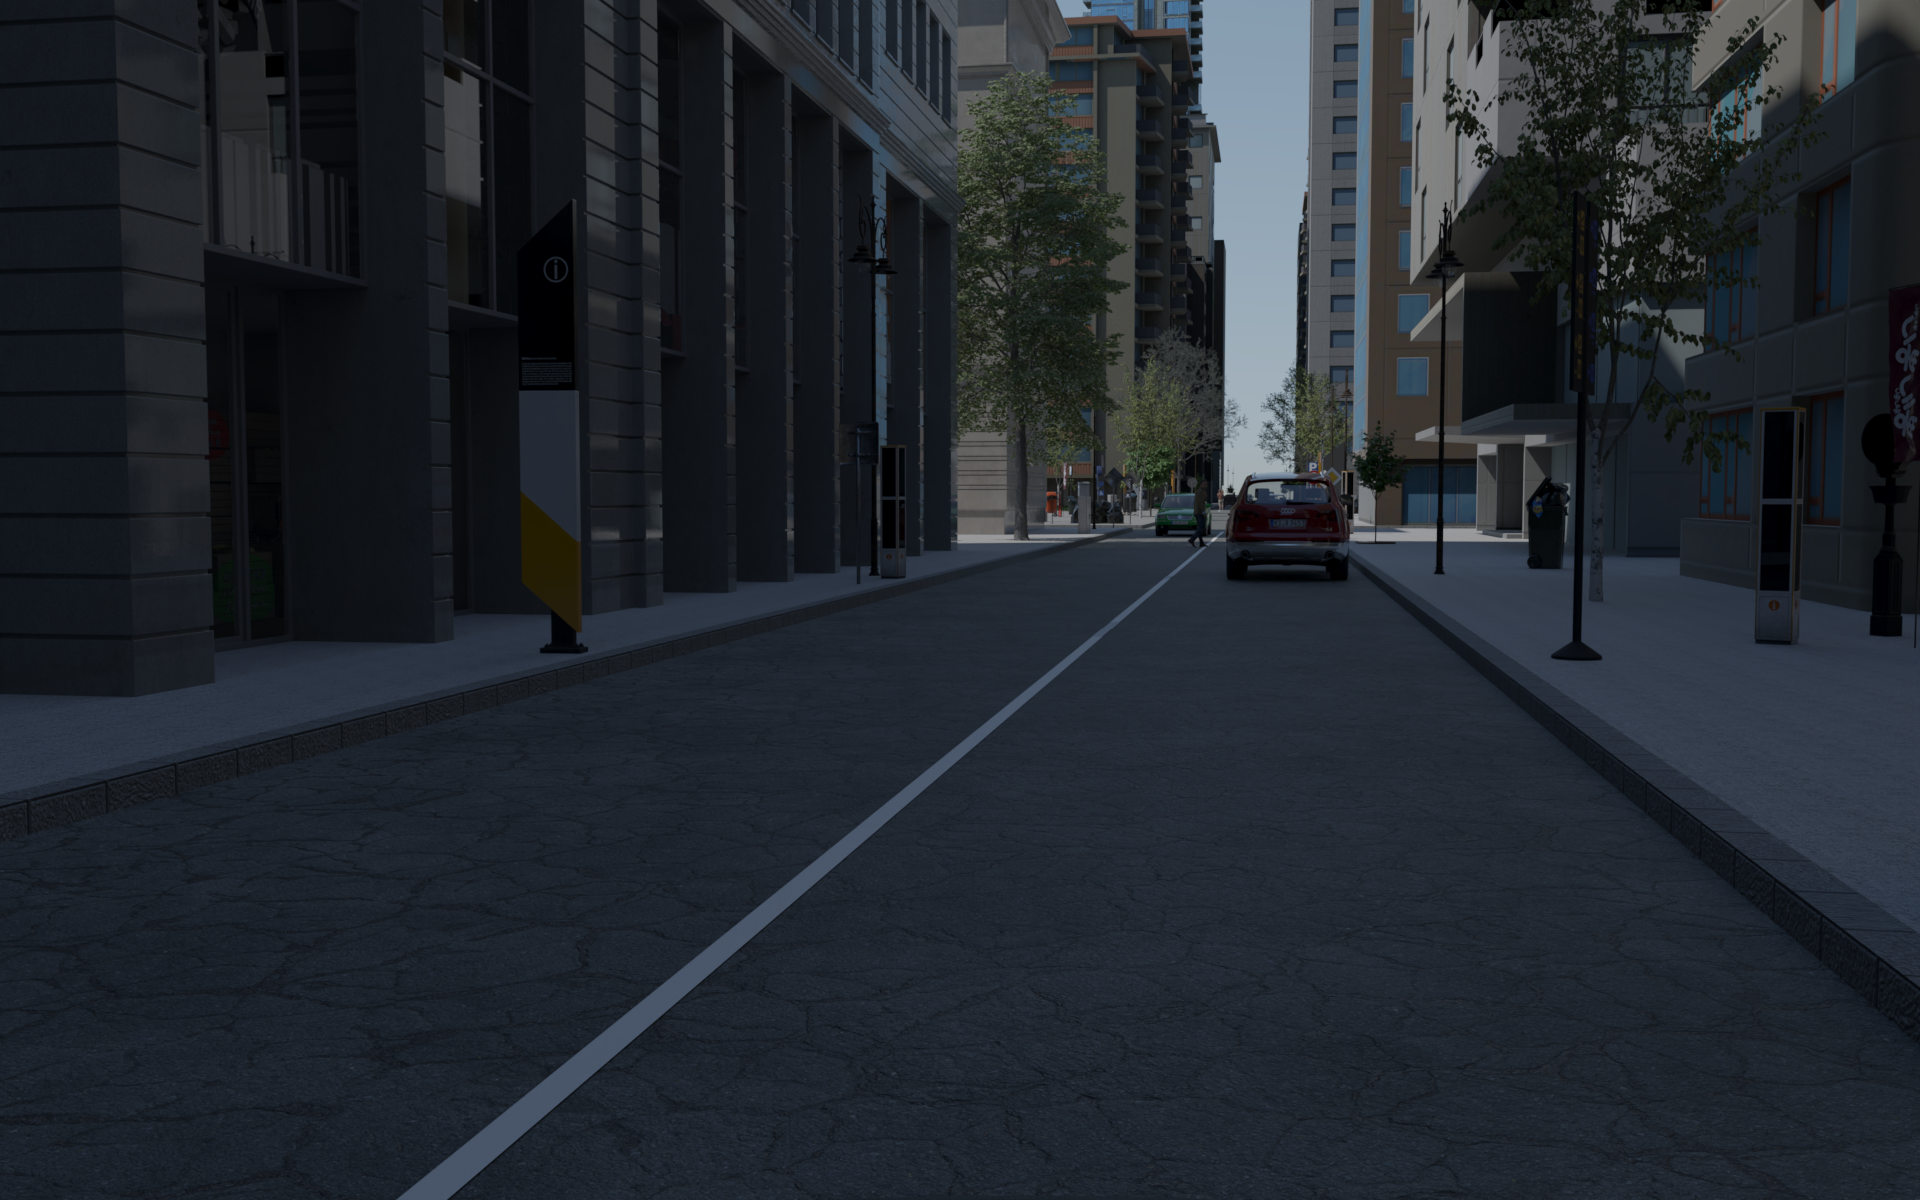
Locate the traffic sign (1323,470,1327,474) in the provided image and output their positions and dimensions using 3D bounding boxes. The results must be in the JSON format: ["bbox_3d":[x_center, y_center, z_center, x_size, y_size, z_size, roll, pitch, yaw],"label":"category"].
[{"bbox_3d":[15.040,-4.147,71.448,0.795,2.450,0.064,1,4,10],"label":"traffic sign"}]

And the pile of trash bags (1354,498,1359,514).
[{"bbox_3d":[25.367,-6.244,111.838,1.912,1.369,3.447,-1,4,-20],"label":"pile of trash bags"}]

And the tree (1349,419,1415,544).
[{"bbox_3d":[10.895,-3.067,44.740,1.663,3.219,1.824,0,3,0],"label":"tree"}]

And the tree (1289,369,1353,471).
[{"bbox_3d":[21.084,-9.250,101.592,4.737,8.622,4.395,0,3,0],"label":"tree"}]

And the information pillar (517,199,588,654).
[{"bbox_3d":[-3.284,-1.380,13.911,0.504,3.616,0.183,0,4,8],"label":"information pillar"}]

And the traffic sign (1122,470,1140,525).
[{"bbox_3d":[7.173,-4.234,72.865,0.795,2.450,0.064,1,4,10],"label":"traffic sign"}]

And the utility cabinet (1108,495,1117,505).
[{"bbox_3d":[11.979,-7.643,136.130,0.306,1.237,1.020,2,4,34],"label":"utility cabinet"}]

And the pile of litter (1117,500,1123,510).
[{"bbox_3d":[13.276,-7.862,142.502,1.719,0.858,1.176,-2,4,-29],"label":"pile of litter"}]

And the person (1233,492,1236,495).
[{"bbox_3d":[38.258,-14.221,241.684,0.551,1.740,0.621,2,4,31],"label":"person"}]

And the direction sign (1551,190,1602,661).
[{"bbox_3d":[4.805,-1.309,13.392,0.379,3.537,0.876,2,4,30],"label":"direction sign"}]

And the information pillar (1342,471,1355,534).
[{"bbox_3d":[12.431,-3.120,55.502,0.304,2.012,0.304,-1,4,-15],"label":"information pillar"}]

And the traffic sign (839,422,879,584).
[{"bbox_3d":[-1.443,-1.375,24.611,0.606,2.300,0.079,1,4,18],"label":"traffic sign"}]

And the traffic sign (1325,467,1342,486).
[{"bbox_3d":[13.639,-3.666,63.586,0.795,2.450,0.064,1,4,10],"label":"traffic sign"}]

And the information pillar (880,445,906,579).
[{"bbox_3d":[-1.014,-1.332,26.273,0.304,2.012,0.304,1,4,23],"label":"information pillar"}]

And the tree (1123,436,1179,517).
[{"bbox_3d":[10.781,-7.004,98.229,4.285,4.588,4.351,0,3,0],"label":"tree"}]

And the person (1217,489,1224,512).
[{"bbox_3d":[21.483,-8.188,142.342,0.573,1.828,0.580,3,5,44],"label":"person"}]

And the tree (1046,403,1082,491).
[{"bbox_3d":[7.990,-11.526,138.819,4.737,8.622,4.395,0,3,0],"label":"tree"}]

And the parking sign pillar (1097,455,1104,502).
[{"bbox_3d":[9.669,-7.980,118.937,1.447,3.967,1.447,0,4,2],"label":"parking sign pillar"}]

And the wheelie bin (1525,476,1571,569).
[{"bbox_3d":[10.135,-1.343,29.860,0.693,1.594,0.980,2,4,24],"label":"wheelie bin"}]

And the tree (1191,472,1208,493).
[{"bbox_3d":[21.458,-9.834,155.385,1.663,3.219,1.824,0,3,0],"label":"tree"}]

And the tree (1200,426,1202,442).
[{"bbox_3d":[13.187,-9.765,110.024,4.737,8.622,4.395,0,3,0],"label":"tree"}]

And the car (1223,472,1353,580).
[{"bbox_3d":[5.761,-1.334,30.481,2.281,1.827,5.304,1,4,11],"label":"car"}]

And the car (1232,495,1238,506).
[{"bbox_3d":[31.381,-11.102,193.881,2.083,1.381,4.827,1,4,9],"label":"car"}]

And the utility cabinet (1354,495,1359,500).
[{"bbox_3d":[28.270,-6.901,123.995,0.306,1.237,1.020,-1,4,-16],"label":"utility cabinet"}]

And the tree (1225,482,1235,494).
[{"bbox_3d":[44.481,-17.755,284.893,1.663,3.219,1.824,0,3,0],"label":"tree"}]

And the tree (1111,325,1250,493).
[{"bbox_3d":[15.893,-13.206,126.290,12.009,13.543,11.850,0,3,0],"label":"tree"}]

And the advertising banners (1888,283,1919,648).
[{"bbox_3d":[7.994,-1.078,13.814,0.090,3.025,2.074,0,4,-4],"label":"advertising banners"}]

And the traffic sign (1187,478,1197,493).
[{"bbox_3d":[17.975,-8.195,134.088,0.768,2.556,0.104,1,4,11],"label":"traffic sign"}]

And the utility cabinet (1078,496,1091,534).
[{"bbox_3d":[4.024,-2.736,55.896,0.306,1.237,1.020,1,4,12],"label":"utility cabinet"}]

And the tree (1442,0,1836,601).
[{"bbox_3d":[7.614,-4.277,20.288,4.737,8.622,4.395,0,3,0],"label":"tree"}]

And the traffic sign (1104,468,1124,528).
[{"bbox_3d":[5.772,-3.753,65.003,0.795,2.450,0.064,1,4,10],"label":"traffic sign"}]

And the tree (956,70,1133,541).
[{"bbox_3d":[1.349,-7.892,47.168,7.486,12.596,7.792,0,3,0],"label":"tree"}]

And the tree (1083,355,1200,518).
[{"bbox_3d":[9.736,-8.693,92.501,4.737,8.622,4.395,0,3,0],"label":"tree"}]

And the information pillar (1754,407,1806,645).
[{"bbox_3d":[7.016,-0.632,14.817,0.304,2.012,0.304,3,4,36],"label":"information pillar"}]

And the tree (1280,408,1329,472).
[{"bbox_3d":[27.787,-11.507,138.497,4.360,8.622,3.978,0,3,0],"label":"tree"}]

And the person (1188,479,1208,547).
[{"bbox_3d":[6.471,-2.340,46.675,0.836,1.842,0.656,-3,5,-41],"label":"person"}]

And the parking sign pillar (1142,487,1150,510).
[{"bbox_3d":[14.180,-9.016,135.878,1.447,3.967,1.447,3,5,42],"label":"parking sign pillar"}]

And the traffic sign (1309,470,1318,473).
[{"bbox_3d":[18.900,-5.655,92.557,0.768,2.556,0.104,1,4,11],"label":"traffic sign"}]

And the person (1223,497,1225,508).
[{"bbox_3d":[27.496,-10.353,181.001,0.697,1.427,0.421,2,4,33],"label":"person"}]

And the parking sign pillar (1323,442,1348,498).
[{"bbox_3d":[19.413,-6.201,89.860,1.447,3.967,1.447,3,4,37],"label":"parking sign pillar"}]

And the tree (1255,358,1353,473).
[{"bbox_3d":[23.758,-11.290,119.006,7.601,10.594,8.767,1,4,14],"label":"tree"}]

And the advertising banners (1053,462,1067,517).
[{"bbox_3d":[5.592,-6.158,96.864,0.090,3.025,2.074,-1,4,-18],"label":"advertising banners"}]

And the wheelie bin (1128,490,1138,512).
[{"bbox_3d":[12.243,-7.085,123.751,0.693,1.594,0.980,-2,4,-34],"label":"wheelie bin"}]

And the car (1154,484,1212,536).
[{"bbox_3d":[7.793,-3.147,60.253,1.959,1.807,4.718,1,4,11],"label":"car"}]
